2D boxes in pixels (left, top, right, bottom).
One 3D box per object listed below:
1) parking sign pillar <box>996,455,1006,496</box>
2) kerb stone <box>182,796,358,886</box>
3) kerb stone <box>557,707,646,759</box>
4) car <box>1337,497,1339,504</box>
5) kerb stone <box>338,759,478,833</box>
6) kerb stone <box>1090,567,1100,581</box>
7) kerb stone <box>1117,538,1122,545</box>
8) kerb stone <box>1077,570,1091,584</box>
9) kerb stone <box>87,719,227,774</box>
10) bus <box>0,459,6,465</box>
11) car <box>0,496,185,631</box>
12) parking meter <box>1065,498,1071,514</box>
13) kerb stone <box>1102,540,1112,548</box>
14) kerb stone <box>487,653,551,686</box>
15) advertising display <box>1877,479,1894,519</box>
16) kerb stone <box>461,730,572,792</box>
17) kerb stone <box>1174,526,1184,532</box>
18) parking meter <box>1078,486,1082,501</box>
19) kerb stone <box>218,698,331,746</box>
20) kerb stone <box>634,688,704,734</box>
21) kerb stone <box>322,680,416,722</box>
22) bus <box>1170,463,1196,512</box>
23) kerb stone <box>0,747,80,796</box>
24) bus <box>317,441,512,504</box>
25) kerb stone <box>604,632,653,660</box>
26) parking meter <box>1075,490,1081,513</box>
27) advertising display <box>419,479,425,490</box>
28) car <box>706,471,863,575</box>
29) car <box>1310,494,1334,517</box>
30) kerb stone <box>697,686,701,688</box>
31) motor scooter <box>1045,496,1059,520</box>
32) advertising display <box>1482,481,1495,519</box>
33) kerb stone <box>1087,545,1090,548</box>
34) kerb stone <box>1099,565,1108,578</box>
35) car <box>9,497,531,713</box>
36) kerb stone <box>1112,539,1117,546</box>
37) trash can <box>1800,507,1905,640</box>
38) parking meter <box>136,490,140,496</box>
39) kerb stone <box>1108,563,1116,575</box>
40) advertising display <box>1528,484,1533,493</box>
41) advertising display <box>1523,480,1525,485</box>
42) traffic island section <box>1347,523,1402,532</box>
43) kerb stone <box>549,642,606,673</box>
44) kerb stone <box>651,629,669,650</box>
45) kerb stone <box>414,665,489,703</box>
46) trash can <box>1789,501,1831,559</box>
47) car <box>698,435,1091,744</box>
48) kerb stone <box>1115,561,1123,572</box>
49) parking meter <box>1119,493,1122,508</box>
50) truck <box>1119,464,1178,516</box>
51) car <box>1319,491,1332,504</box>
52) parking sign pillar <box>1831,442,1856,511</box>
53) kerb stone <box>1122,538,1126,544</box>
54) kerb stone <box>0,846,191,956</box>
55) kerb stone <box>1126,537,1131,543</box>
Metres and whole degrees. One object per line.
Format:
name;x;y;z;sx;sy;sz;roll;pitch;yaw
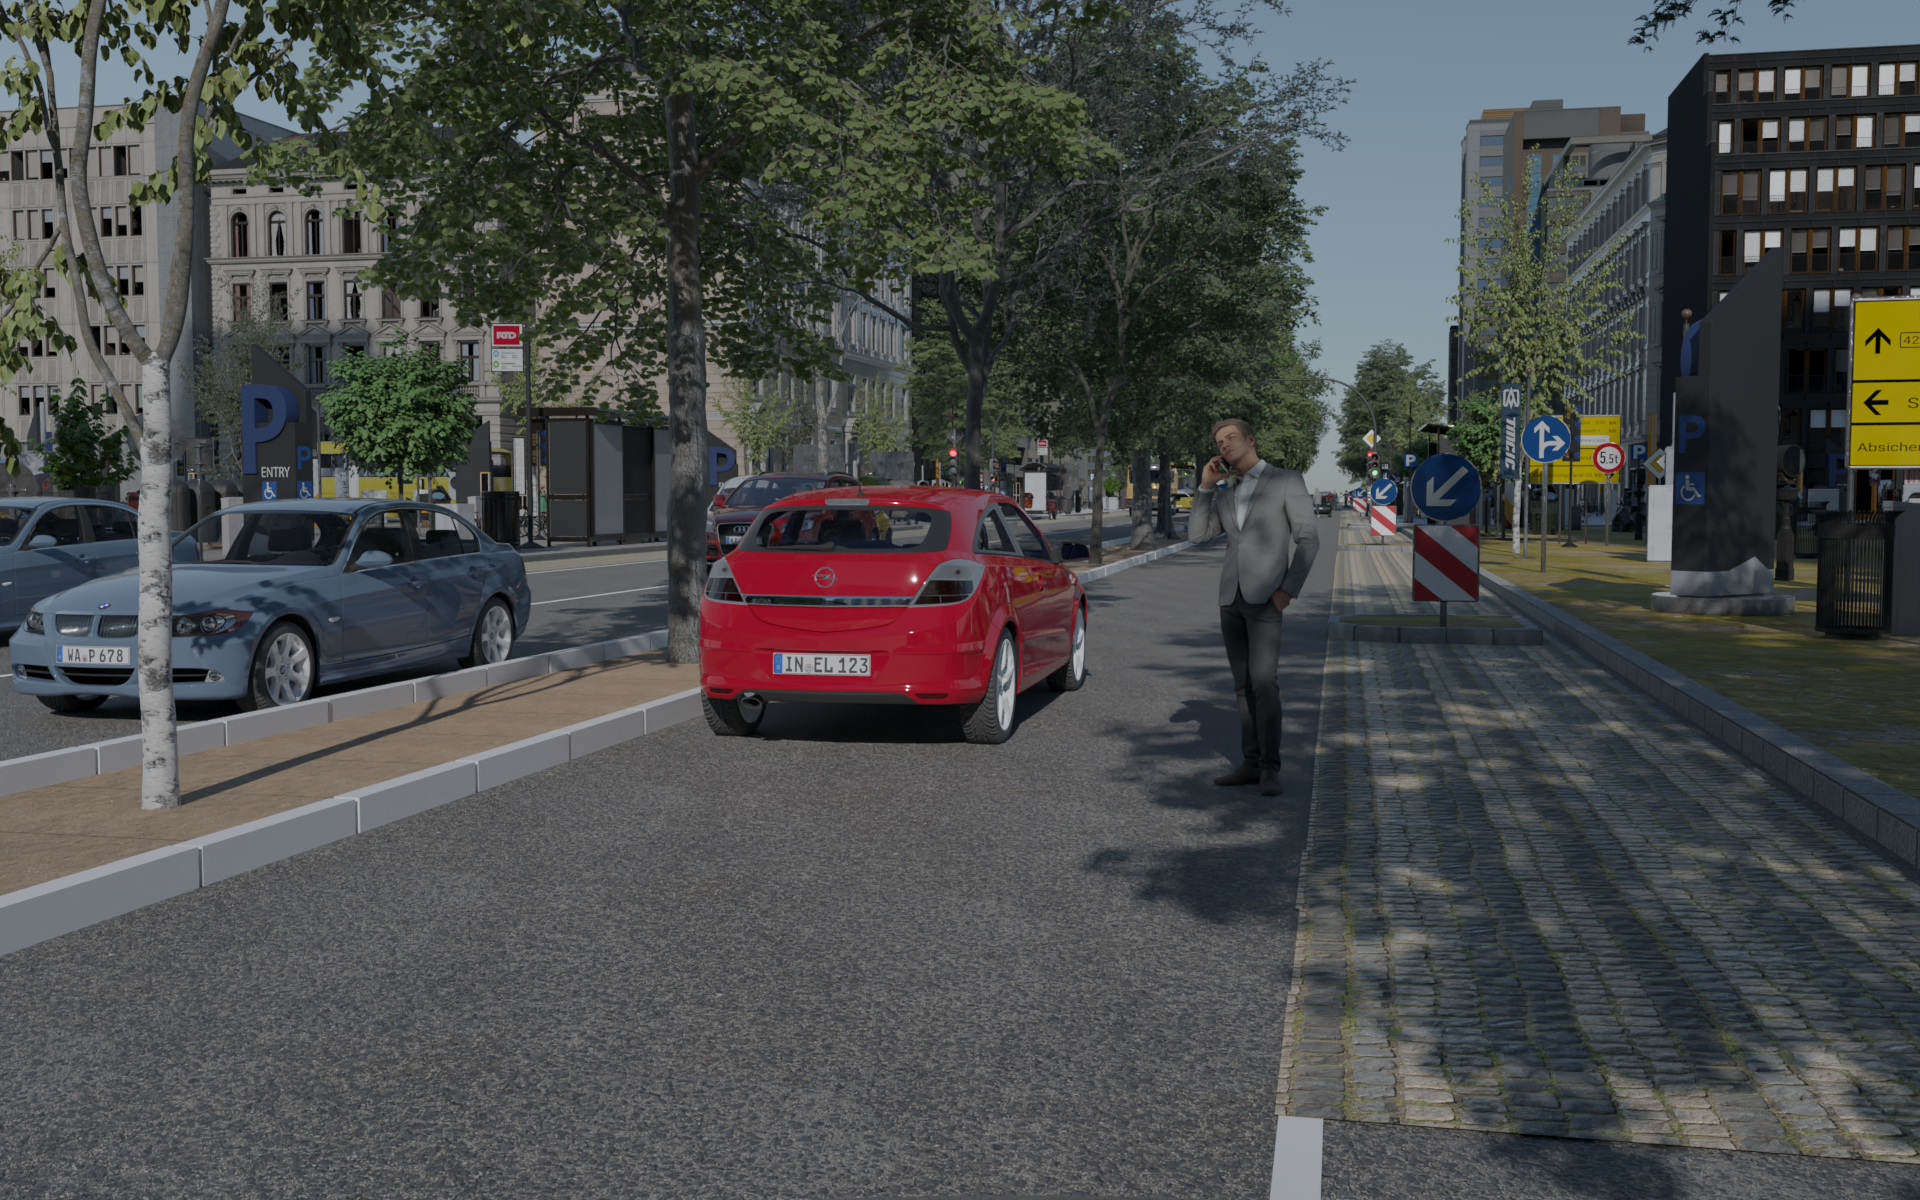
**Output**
parking sign pillar;2.693;-7.638;113.347;1.447;3.967;1.447;-1;4;-8
kerb stone;-2.714;0.944;6.823;0.120;0.150;1.000;1;4;12
kerb stone;-2.049;0.757;9.825;0.120;0.150;1.000;1;4;12
car;56.338;-15.294;261.852;2.131;1.459;4.920;1;4;14
kerb stone;-2.487;0.879;7.819;0.120;0.150;1.000;1;4;12
kerb stone;2.161;-0.406;28.834;0.120;0.150;1.000;1;4;12
kerb stone;4.326;-1.596;48.313;0.120;0.150;1.000;1;4;12
kerb stone;1.937;-0.344;27.833;0.120;0.150;1.000;1;4;12
kerb stone;-4.317;0.789;9.290;0.120;0.150;1.000;1;4;12
bus;-52.481;-5.601;86.433;13.247;3.499;2.948;1;4;11
car;-9.514;-0.322;17.273;2.014;1.417;4.499;1;4;12
parking meter;6.905;-6.251;110.608;0.372;1.533;0.369;0;3;0
kerb stone;3.882;-1.475;46.317;0.120;0.150;1.000;1;4;12
kerb stone;-3.438;0.545;13.285;0.120;0.150;1.000;1;4;12
advertising display;40.143;-4.276;75.130;0.123;1.923;0.974;0;4;-5
kerb stone;-2.266;0.818;8.826;0.120;0.150;1.000;1;4;12
kerb stone;8.536;-2.761;67.331;0.120;0.150;1.000;1;4;12
parking meter;8.936;-7.614;130.197;0.255;1.863;0.399;-2;4;-29
kerb stone;-4.093;0.728;10.288;0.120;0.150;1.000;1;4;12
kerb stone;-1.826;0.696;10.824;0.120;0.150;1.000;1;4;12
kerb stone;-3.881;0.667;11.288;0.120;0.150;1.000;1;4;12
bus;17.125;-8.636;132.748;2.896;3.916;12.252;1;4;11
kerb stone;-4.544;0.850;8.293;0.120;0.150;1.000;1;4;12
bus;-27.151;-5.482;81.177;12.252;3.916;2.896;1;4;13
kerb stone;-2.986;0.423;15.279;0.120;0.150;1.000;1;4;12
parking meter;8.575;-7.184;125.869;0.372;1.533;0.369;0;3;0
advertising display;-22.911;-4.184;73.626;0.123;1.923;0.974;-2;4;-28
car;-2.743;-1.210;28.451;2.281;1.827;5.304;1;4;11
car;22.256;-5.988;107.693;2.009;1.686;4.222;1;4;11
kerb stone;-1.608;0.634;11.823;0.120;0.150;1.000;1;4;12
motor scooter;5.148;-5.107;96.273;0.815;1.314;1.986;1;4;12
advertising display;26.886;-5.080;88.271;0.123;1.923;0.974;-2;4;-27
kerb stone;3.443;-1.352;44.308;0.120;0.150;1.000;1;4;12
kerb stone;2.377;-0.467;29.833;0.120;0.150;1.000;1;4;12
car;-4.800;-0.044;12.722;2.014;1.417;4.499;1;4;13
kerb stone;4.103;-1.536;47.315;0.120;0.150;1.000;1;4;12
trash can;7.941;-0.227;15.369;0.748;1.137;0.748;0;3;0
parking meter;-46.418;-5.483;98.062;0.372;1.533;0.369;0;3;0
kerb stone;2.606;-0.529;30.837;0.120;0.150;1.000;1;4;12
advertising display;35.830;-6.397;109.799;0.974;1.923;0.123;-1;4;-11
advertising display;25.380;-4.478;78.432;0.123;1.923;0.974;2;4;30
traffic island section;16.203;-2.782;67.759;2.009;0.180;2.903;1;4;12
kerb stone;-3.205;0.484;14.281;0.120;0.150;1.000;1;4;12
kerb stone;-2.768;0.362;16.281;0.120;0.150;1.000;1;4;12
kerb stone;-3.656;0.607;12.286;0.120;0.150;1.000;1;4;12
trash can;16.881;-1.394;34.447;0.748;1.137;0.748;0;3;0
car;-0.269;-0.152;11.534;2.155;1.783;4.494;1;4;13
kerb stone;2.828;-0.585;31.841;0.120;0.150;1.000;1;4;12
parking meter;13.965;-8.808;149.726;0.399;1.863;0.255;-1;4;-19
truck;12.499;-7.143;112.708;3.469;3.379;9.791;1;4;12
car;45.297;-12.600;214.678;2.281;1.827;5.304;1;4;12
parking sign pillar;42.301;-5.796;83.237;1.447;3.967;1.447;1;4;8
kerb stone;4.545;-1.659;49.315;0.120;0.150;1.000;1;4;12
kerb stone;-2.935;1.001;5.824;0.120;0.150;1.000;1;4;12
kerb stone;4.777;-1.719;50.319;0.120;0.150;1.000;1;4;12
